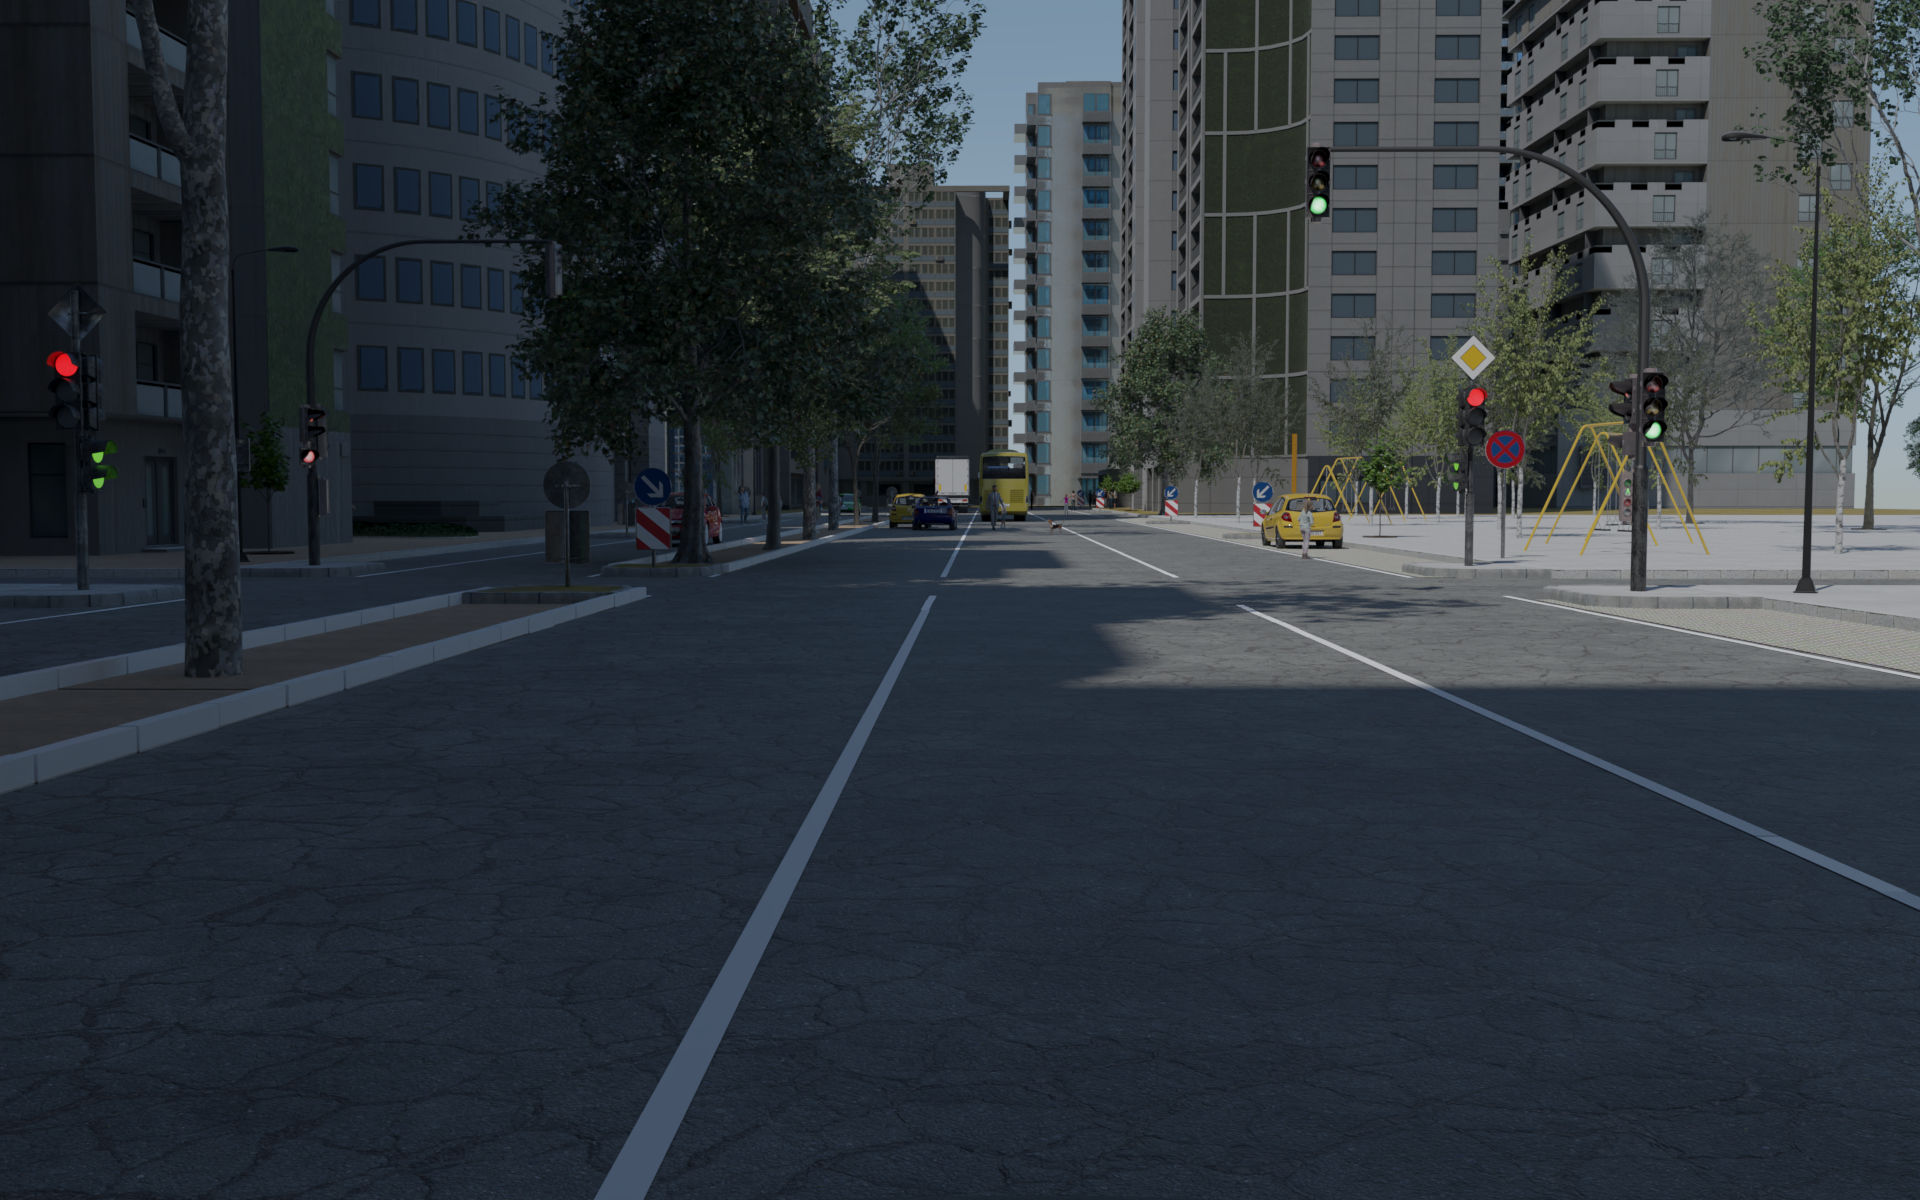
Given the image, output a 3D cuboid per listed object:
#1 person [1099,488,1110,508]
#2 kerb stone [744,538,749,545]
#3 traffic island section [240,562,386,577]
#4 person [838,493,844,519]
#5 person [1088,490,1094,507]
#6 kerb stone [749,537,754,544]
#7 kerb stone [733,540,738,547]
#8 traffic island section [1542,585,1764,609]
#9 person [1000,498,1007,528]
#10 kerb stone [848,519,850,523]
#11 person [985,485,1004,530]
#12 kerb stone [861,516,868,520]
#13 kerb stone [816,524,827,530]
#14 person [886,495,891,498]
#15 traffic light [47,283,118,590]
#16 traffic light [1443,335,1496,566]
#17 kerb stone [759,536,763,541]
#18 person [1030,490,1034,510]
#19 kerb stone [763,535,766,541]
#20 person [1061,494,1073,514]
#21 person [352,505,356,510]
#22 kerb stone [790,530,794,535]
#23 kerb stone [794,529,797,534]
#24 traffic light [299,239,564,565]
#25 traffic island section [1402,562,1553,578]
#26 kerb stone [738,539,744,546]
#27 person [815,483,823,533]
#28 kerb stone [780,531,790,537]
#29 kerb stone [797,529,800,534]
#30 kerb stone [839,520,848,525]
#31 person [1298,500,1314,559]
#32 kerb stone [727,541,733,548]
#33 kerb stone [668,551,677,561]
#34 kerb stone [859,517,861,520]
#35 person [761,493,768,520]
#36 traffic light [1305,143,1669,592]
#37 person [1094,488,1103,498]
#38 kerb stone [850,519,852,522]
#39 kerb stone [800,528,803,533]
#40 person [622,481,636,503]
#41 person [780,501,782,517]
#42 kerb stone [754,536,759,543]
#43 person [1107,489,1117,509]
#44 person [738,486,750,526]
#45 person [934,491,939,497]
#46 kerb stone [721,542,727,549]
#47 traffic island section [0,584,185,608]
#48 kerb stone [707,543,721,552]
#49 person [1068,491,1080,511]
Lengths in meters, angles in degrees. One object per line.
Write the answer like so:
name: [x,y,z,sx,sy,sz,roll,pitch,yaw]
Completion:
person: [12.951,-9.083,154.567,0.705,1.822,1.348,-3,5,-43]
kerb stone: [-6.119,-1.615,48.605,0.120,0.150,1.000,0,4,1]
traffic island section: [-11.646,-0.546,31.202,2.009,0.180,2.903,0,4,1]
person: [-7.034,-5.477,100.639,0.503,1.515,0.523,1,4,17]
person: [13.422,-10.429,177.267,0.721,1.735,1.217,-1,4,-21]
kerb stone: [-6.110,-1.678,49.627,0.120,0.150,1.000,0,4,1]
kerb stone: [-6.158,-1.490,46.561,0.120,0.150,1.000,0,4,1]
traffic island section: [8.972,-0.038,22.902,2.009,0.180,2.903,0,4,1]
person: [1.796,-3.632,72.570,0.352,1.250,0.332,2,4,34]
kerb stone: [-5.590,-3.808,84.459,0.120,0.150,1.000,0,4,1]
person: [1.376,-3.706,69.367,0.678,1.792,0.850,-1,4,-13]
kerb stone: [-5.400,-4.557,96.776,0.120,0.150,1.000,0,4,1]
kerb stone: [-5.770,-3.051,72.167,0.120,0.150,1.000,0,4,1]
person: [-7.201,-10.233,176.346,0.617,1.759,0.750,0,4,0]
traffic light: [-11.727,-2.089,23.083,0.839,4.253,0.868,0,4,1]
traffic light: [9.053,-2.560,30.773,0.839,4.253,0.868,0,4,1]
kerb stone: [-6.080,-1.796,51.675,0.120,0.150,1.000,0,4,1]
person: [6.686,-9.292,160.556,0.705,1.807,1.348,0,4,-5]
kerb stone: [-6.063,-1.864,52.698,0.120,0.150,1.000,0,4,1]
person: [7.597,-6.829,123.372,0.991,1.433,0.599,2,4,26]
person: [-17.089,-2.522,47.949,0.731,1.740,0.598,-3,5,-43]
kerb stone: [-5.949,-2.304,59.871,0.120,0.150,1.000,0,4,1]
kerb stone: [-5.943,-2.367,60.893,0.120,0.150,1.000,0,4,1]
traffic light: [-9.514,-3.450,31.071,4.771,5.953,1.251,0,4,1]
traffic island section: [9.093,-0.526,30.886,2.009,0.180,2.903,0,4,1]
kerb stone: [-6.148,-1.552,47.583,0.120,0.150,1.000,0,4,1]
person: [-5.303,-3.393,63.952,0.573,1.828,0.580,-3,5,-40]
kerb stone: [-5.970,-2.233,58.850,0.120,0.150,1.000,0,4,1]
kerb stone: [-5.921,-2.429,61.915,0.120,0.150,1.000,0,4,1]
kerb stone: [-5.602,-3.745,83.433,0.120,0.150,1.000,0,4,1]
person: [7.642,-1.553,38.175,0.425,1.301,0.394,3,5,42]
kerb stone: [-6.164,-1.427,45.527,0.120,0.150,1.000,0,4,1]
kerb stone: [-6.288,-0.924,37.300,0.120,0.150,1.000,0,4,1]
kerb stone: [-5.473,-4.247,91.634,0.120,0.150,1.000,0,4,1]
person: [-10.417,-4.937,91.818,0.523,1.515,0.503,-2,4,-24]
traffic light: [6.840,-2.936,22.679,4.771,5.953,1.251,0,4,1]
person: [13.309,-9.848,167.025,0.705,1.831,1.348,3,5,45]
kerb stone: [-5.568,-3.865,85.481,0.120,0.150,1.000,0,4,1]
kerb stone: [-5.917,-2.490,62.938,0.120,0.150,1.000,0,4,1]
person: [-13.817,-4.059,72.433,0.620,1.820,0.660,2,4,33]
person: [-11.018,-5.684,106.123,0.332,1.250,0.352,0,4,-4]
kerb stone: [-6.093,-1.737,50.653,0.120,0.150,1.000,0,4,1]
person: [12.869,-8.571,146.903,0.721,1.735,1.217,-3,4,-36]
person: [-9.652,-4.192,77.301,0.793,1.790,0.793,1,4,10]
person: [-1.523,-6.368,114.078,0.415,1.643,0.593,-1,4,-9]
kerb stone: [-6.188,-1.360,44.501,0.120,0.150,1.000,0,4,1]
traffic island section: [-11.767,-0.057,23.218,2.009,0.180,2.903,0,4,1]
kerb stone: [-6.199,-1.301,43.468,0.120,0.150,1.000,0,4,1]
person: [9.590,-8.427,146.984,1.217,1.736,0.721,-1,4,-12]
